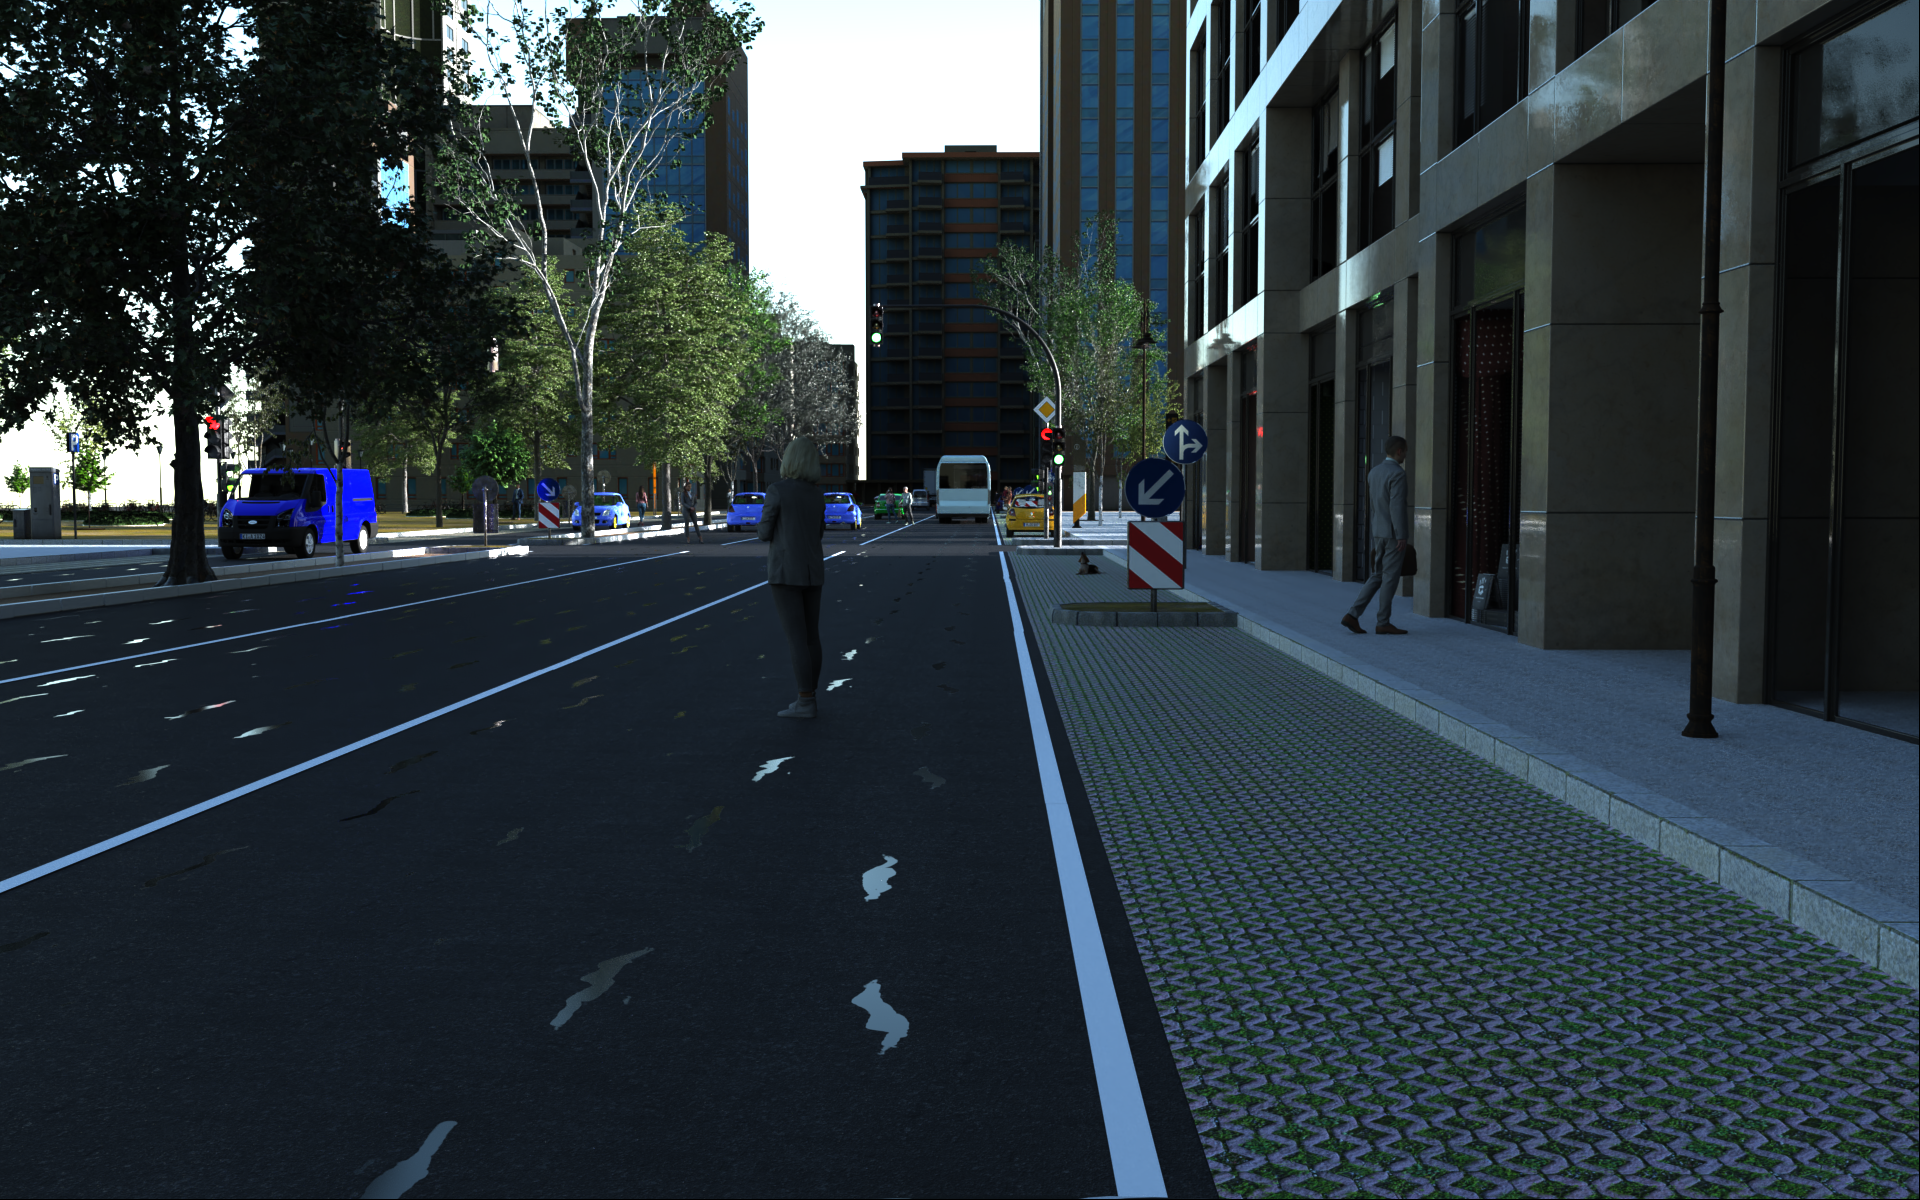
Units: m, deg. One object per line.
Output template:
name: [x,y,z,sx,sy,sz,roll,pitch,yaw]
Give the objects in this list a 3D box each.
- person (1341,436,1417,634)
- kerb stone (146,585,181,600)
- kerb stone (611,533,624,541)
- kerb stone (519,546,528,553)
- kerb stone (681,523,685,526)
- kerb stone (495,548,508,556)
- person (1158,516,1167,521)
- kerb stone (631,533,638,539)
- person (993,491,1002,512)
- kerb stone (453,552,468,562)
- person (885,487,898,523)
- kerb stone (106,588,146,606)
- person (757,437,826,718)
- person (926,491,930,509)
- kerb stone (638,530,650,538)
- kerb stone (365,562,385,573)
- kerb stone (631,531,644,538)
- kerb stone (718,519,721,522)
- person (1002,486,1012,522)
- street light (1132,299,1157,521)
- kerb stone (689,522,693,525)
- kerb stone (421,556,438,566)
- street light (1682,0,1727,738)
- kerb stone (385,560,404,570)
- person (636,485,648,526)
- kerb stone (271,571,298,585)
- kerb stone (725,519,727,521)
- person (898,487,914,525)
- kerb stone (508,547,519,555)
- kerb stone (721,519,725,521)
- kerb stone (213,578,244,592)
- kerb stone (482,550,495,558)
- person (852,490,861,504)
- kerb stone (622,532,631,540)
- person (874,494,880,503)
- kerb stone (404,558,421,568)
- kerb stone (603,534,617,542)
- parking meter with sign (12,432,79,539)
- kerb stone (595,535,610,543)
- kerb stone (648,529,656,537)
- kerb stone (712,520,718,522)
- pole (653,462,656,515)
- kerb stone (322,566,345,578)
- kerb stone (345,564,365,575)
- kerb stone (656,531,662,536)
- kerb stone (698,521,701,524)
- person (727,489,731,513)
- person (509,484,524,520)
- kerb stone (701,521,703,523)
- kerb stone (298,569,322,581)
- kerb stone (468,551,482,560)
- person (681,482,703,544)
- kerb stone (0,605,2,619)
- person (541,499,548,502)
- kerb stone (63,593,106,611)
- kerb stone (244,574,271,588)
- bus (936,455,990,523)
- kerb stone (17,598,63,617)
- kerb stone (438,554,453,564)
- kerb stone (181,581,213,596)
person: [3.934,-0.593,15.855,0.853,1.813,0.709,-1,4,-20]
kerb stone: [-11.007,-0.094,23.733,0.120,0.150,1.000,0,4,1]
kerb stone: [-10.525,-1.886,53.059,0.120,0.150,1.000,0,4,1]
kerb stone: [-10.702,-1.221,42.157,0.120,0.150,1.000,0,4,1]
kerb stone: [-12.257,-3.267,75.642,0.120,0.150,1.000,0,4,1]
kerb stone: [-10.730,-1.093,40.106,0.120,0.150,1.000,0,4,1]
person: [4.441,-1.910,37.837,0.524,1.755,0.480,-2,4,-34]
kerb stone: [-10.489,-2.013,55.103,0.120,0.150,1.000,0,4,1]
person: [3.083,-8.085,141.491,0.445,1.727,0.742,2,4,30]
kerb stone: [-10.790,-0.906,37.034,0.120,0.150,1.000,0,4,1]
person: [-3.313,-4.607,84.413,0.593,1.750,0.643,-3,4,-37]
kerb stone: [-11.018,-0.032,22.711,0.120,0.150,1.000,0,4,1]
person: [-1.116,-0.156,11.239,0.537,1.800,0.526,-3,5,-40]
person: [-3.218,-9.766,168.695,0.721,1.766,1.217,2,4,23]
kerb stone: [-10.462,-2.138,57.151,0.120,0.150,1.000,0,4,1]
kerb stone: [-10.880,-0.594,31.914,0.120,0.150,1.000,0,4,1]
kerb stone: [-10.484,-2.075,56.126,0.120,0.150,1.000,0,4,1]
kerb stone: [-12.091,-3.895,85.876,0.120,0.150,1.000,0,4,1]
person: [2.420,-4.874,88.160,0.580,1.828,0.573,2,4,31]
street light: [4.378,-4.187,41.245,0.468,5.910,1.993,0,4,1]
kerb stone: [-12.225,-3.387,77.690,0.120,0.150,1.000,0,4,1]
kerb stone: [-10.823,-0.782,34.989,0.120,0.150,1.000,0,4,1]
street light: [3.922,-2.215,9.002,0.468,5.910,1.993,0,4,1]
kerb stone: [-10.855,-0.657,32.935,0.120,0.150,1.000,0,4,1]
person: [-14.415,-4.283,78.530,0.555,1.821,0.388,-1,4,-17]
kerb stone: [-10.939,-0.343,27.821,0.120,0.150,1.000,0,4,1]
kerb stone: [-12.062,-4.020,87.925,0.120,0.150,1.000,0,4,1]
person: [-2.555,-4.383,80.652,0.782,1.767,0.515,1,4,23]
kerb stone: [-10.722,-1.158,41.135,0.120,0.150,1.000,0,4,1]
kerb stone: [-12.078,-3.957,86.898,0.120,0.150,1.000,0,4,1]
kerb stone: [-10.972,-0.219,25.776,0.120,0.150,1.000,0,4,1]
kerb stone: [-10.751,-1.030,39.084,0.120,0.150,1.000,0,4,1]
person: [-11.213,-10.795,184.938,1.348,1.831,0.705,0,4,7]
kerb stone: [-10.505,-1.944,54.082,0.120,0.150,1.000,0,4,1]
person: [-6.513,-7.679,137.234,0.628,1.438,0.799,0,4,2]
kerb stone: [-10.838,-0.719,33.957,0.120,0.150,1.000,0,4,1]
kerb stone: [-10.544,-1.825,52.028,0.120,0.150,1.000,0,4,1]
parking meter with sign: [-26.007,-3.239,49.220,1.738,3.016,0.543,0,4,-1]
kerb stone: [-10.562,-1.758,51.002,0.120,0.150,1.000,0,4,1]
kerb stone: [-10.446,-2.201,58.178,0.120,0.150,1.000,0,4,1]
kerb stone: [-12.100,-3.832,84.846,0.120,0.150,1.000,0,4,1]
pole: [-18.587,-6.822,105.385,0.158,3.312,0.155,0,3,0]
kerb stone: [-10.903,-0.467,29.865,0.120,0.150,1.000,0,4,1]
kerb stone: [-10.892,-0.532,30.891,0.120,0.150,1.000,0,4,1]
kerb stone: [-10.433,-2.263,59.200,0.120,0.150,1.000,0,4,1]
kerb stone: [-12.192,-3.519,79.733,0.120,0.150,1.000,0,4,1]
person: [-16.004,-6.874,121.070,0.590,1.801,0.661,2,4,26]
person: [-21.998,-4.881,86.027,0.721,1.800,0.419,1,4,17]
kerb stone: [-12.176,-3.578,80.756,0.120,0.150,1.000,0,4,1]
kerb stone: [-10.922,-0.407,28.843,0.120,0.150,1.000,0,4,1]
kerb stone: [-10.767,-0.970,38.056,0.120,0.150,1.000,0,4,1]
person: [-7.757,-2.530,50.145,0.573,1.790,0.520,3,5,39]
kerb stone: [-11.067,0.157,19.636,0.120,0.150,1.000,0,4,1]
person: [-19.380,-4.570,80.669,0.656,1.842,0.836,2,4,29]
kerb stone: [-11.042,0.032,21.689,0.120,0.150,1.000,0,4,1]
kerb stone: [-10.962,-0.272,26.800,0.120,0.150,1.000,0,4,1]
bus: [0.172,-5.752,88.905,2.948,3.499,13.247,0,3,0]
kerb stone: [-11.059,0.094,20.658,0.120,0.150,1.000,0,4,1]
kerb stone: [-10.807,-0.844,36.012,0.120,0.150,1.000,0,4,1]
kerb stone: [-10.995,-0.149,24.755,0.120,0.150,1.000,0,4,1]
